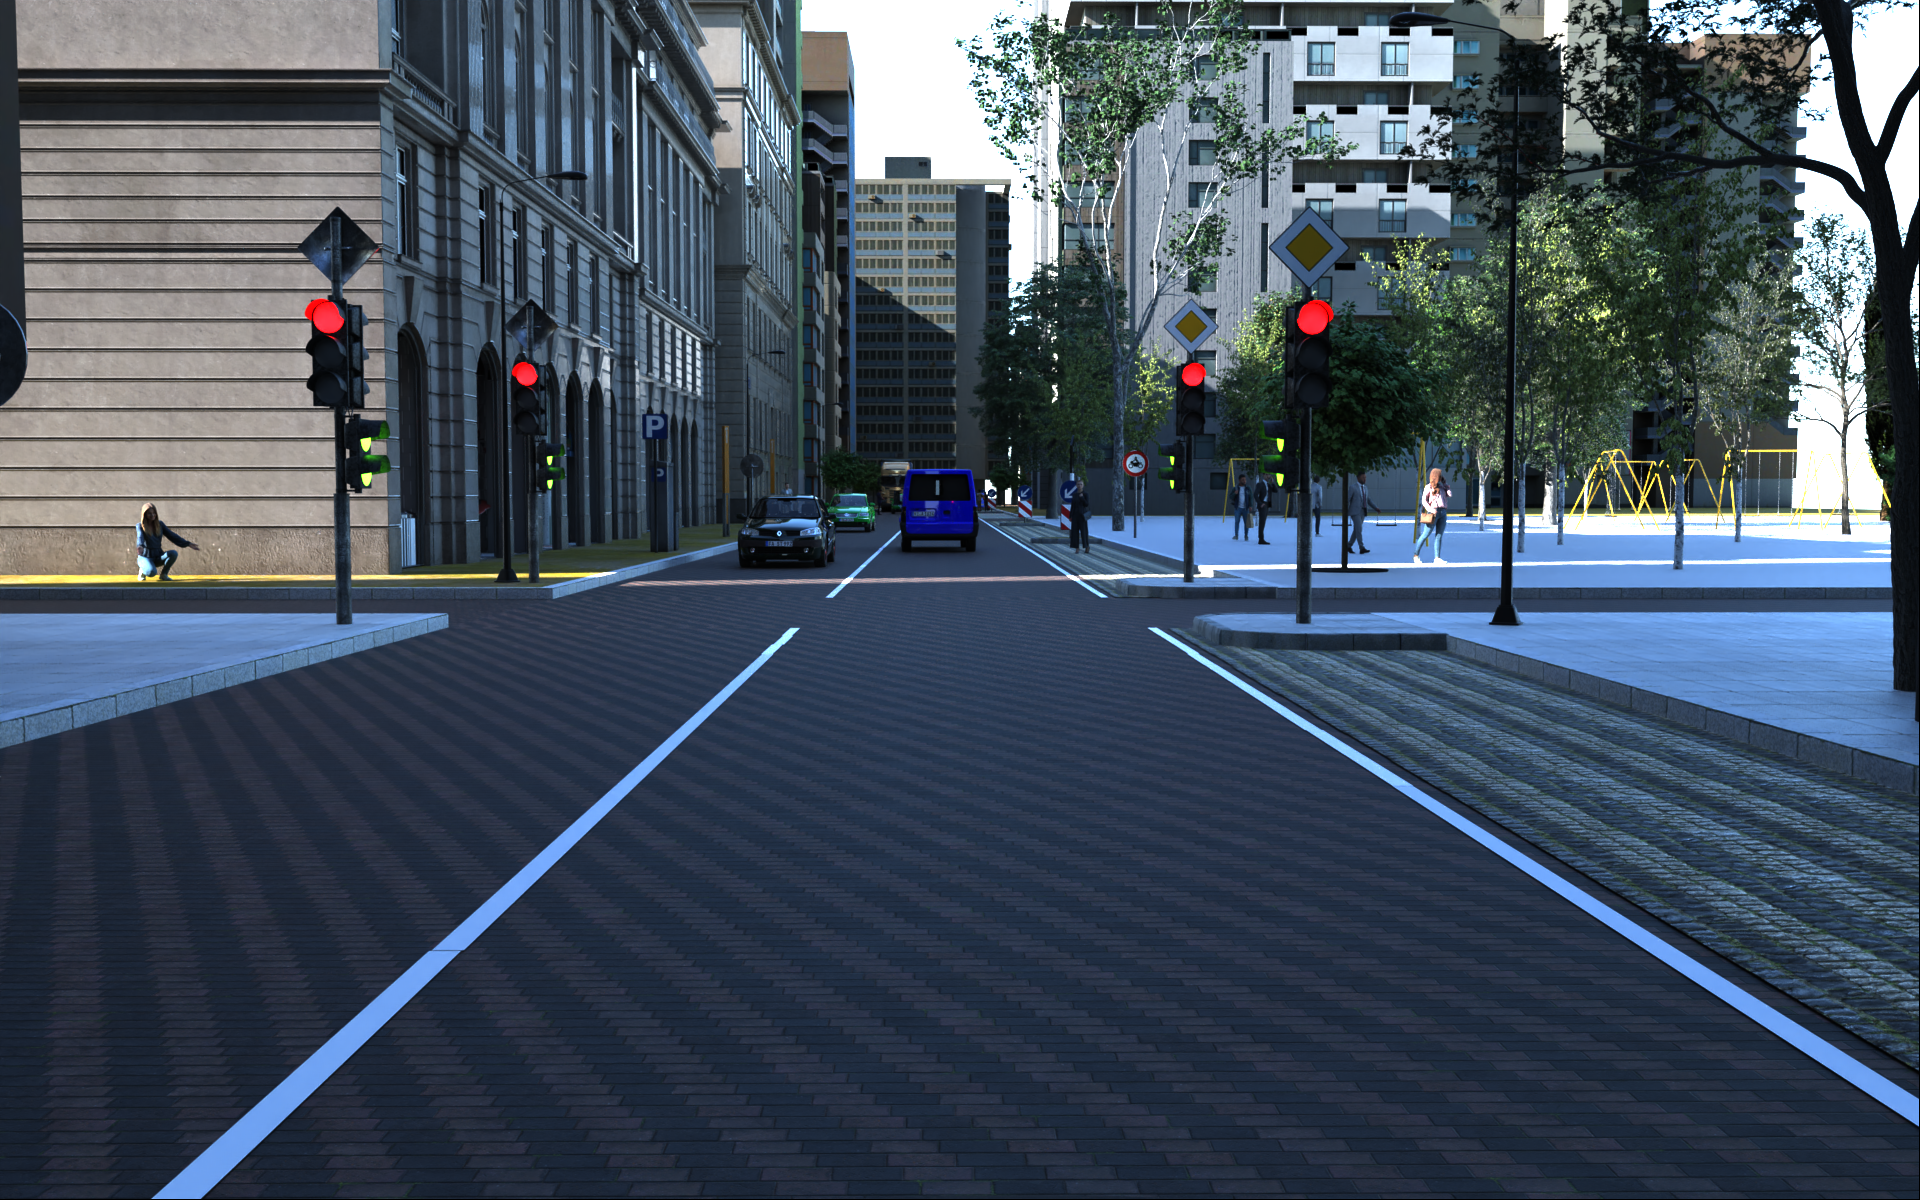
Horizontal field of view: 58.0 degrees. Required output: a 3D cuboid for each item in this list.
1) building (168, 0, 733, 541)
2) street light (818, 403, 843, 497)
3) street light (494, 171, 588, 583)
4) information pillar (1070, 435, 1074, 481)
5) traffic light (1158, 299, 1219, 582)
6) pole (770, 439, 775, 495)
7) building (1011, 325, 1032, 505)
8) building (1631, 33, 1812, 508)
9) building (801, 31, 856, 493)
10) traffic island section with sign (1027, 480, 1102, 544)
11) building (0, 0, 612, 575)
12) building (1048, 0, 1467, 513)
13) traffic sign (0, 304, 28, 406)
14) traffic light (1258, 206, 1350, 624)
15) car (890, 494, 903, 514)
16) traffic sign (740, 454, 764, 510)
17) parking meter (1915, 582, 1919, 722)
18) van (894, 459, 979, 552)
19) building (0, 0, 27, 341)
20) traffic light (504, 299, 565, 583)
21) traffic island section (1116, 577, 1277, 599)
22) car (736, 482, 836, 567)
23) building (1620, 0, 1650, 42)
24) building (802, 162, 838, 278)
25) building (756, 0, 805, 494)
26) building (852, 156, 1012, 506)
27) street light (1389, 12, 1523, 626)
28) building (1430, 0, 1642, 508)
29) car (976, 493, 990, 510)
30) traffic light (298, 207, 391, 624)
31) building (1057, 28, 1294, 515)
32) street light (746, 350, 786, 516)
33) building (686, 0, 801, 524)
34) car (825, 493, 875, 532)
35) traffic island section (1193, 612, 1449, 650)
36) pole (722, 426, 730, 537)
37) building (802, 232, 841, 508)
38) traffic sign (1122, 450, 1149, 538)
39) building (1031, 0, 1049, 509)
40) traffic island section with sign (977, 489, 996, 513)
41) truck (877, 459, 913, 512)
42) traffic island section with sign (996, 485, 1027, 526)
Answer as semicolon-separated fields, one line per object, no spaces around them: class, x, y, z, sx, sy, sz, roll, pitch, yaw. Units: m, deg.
building;-16.210;-13.481;62.208;13.314;21.916;24.055;0;4;-1
street light;-6.630;-7.069;88.120;1.470;5.913;1.316;0;4;-1
street light;-6.052;-3.211;25.046;1.470;5.913;1.316;0;4;-1
information pillar;4.457;-4.743;68.903;0.183;3.616;0.504;1;4;14
traffic light;3.309;-2.212;25.090;0.839;4.253;0.868;0;4;-1
pole;-6.963;-4.312;64.349;0.158;3.312;0.155;0;3;0
building;20.866;-21.690;199.665;28.899;21.520;27.650;0;4;-1
building;70.685;-31.599;166.749;14.200;45.320;14.600;0;4;-1
building;-17.447;-31.551;165.964;14.200;45.320;14.600;0;4;-1
traffic island section with sign;3.071;-2.557;50.442;1.989;1.847;2.006;0;4;-1
building;-15.020;-12.013;38.209;13.314;21.916;24.055;0;4;-1
building;20.941;-33.183;131.780;28.713;52.752;27.495;0;4;-1
traffic sign;-6.307;-0.668;11.026;0.768;2.556;0.104;0;4;2
traffic light;3.397;-1.724;17.106;0.839;4.253;0.868;0;4;-1
car;-4.086;-7.129;125.355;1.959;1.807;4.718;0;4;-2
traffic sign;-6.592;-3.352;54.911;0.768;2.556;0.104;0;4;6
parking meter;5.574;-0.078;9.680;0.372;1.533;0.369;0;3;0
van;-0.595;-2.472;44.810;2.240;2.365;5.245;0;4;-2
building;-15.697;-21.884;7.911;14.200;45.320;14.600;0;4;-1
traffic light;-6.152;-2.205;24.970;0.839;4.253;0.868;0;4;-1
traffic island section;3.349;-0.179;25.205;2.009;0.180;2.903;0;4;-1
car;-3.485;-1.558;35.261;2.009;1.686;4.222;0;4;0
building;66.269;-46.283;194.979;20.611;71.187;20.563;0;4;-1
building;-18.041;-23.160;150.375;14.160;30.474;14.107;0;4;-1
building;-17.213;-25.873;106.611;14.154;41.232;14.086;0;4;-1
building;-6.075;-31.201;202.017;23.993;40.220;32.217;0;4;-1
street light;4.839;-2.712;16.881;1.470;5.913;1.316;0;4;-1
building;51.910;-33.045;163.988;21.600;48.544;21.300;0;4;-1
car;1.752;-8.690;151.670;1.945;1.707;3.694;0;4;-1
traffic light;-6.063;-1.716;16.985;0.839;4.253;0.868;0;4;-1
building;13.175;-20.790;111.611;14.160;30.474;14.107;0;4;-1
street light;-6.325;-5.109;56.079;1.470;5.913;1.316;0;4;-1
building;-15.096;-17.696;86.590;12.463;27.353;25.104;0;4;-1
car;-4.211;-3.527;66.469;1.959;1.807;4.718;0;3;0
traffic island section;3.437;0.310;17.220;2.009;0.180;2.903;0;4;-1
pole;-7.000;-3.543;51.775;0.158;3.312;0.155;0;3;0
building;-23.510;-17.363;128.929;27.650;21.520;28.899;0;4;-1
traffic sign;5.116;-3.084;50.523;0.768;2.556;0.104;0;4;3
building;17.114;-37.759;159.365;21.231;58.520;28.212;0;4;-1
traffic island section with sign;2.218;-7.298;127.953;1.989;1.847;2.006;0;4;-1
truck;-5.167;-9.345;141.706;2.839;4.237;11.283;0;4;-1
traffic island section with sign;2.770;-4.215;77.548;1.989;1.847;2.006;0;4;-1
